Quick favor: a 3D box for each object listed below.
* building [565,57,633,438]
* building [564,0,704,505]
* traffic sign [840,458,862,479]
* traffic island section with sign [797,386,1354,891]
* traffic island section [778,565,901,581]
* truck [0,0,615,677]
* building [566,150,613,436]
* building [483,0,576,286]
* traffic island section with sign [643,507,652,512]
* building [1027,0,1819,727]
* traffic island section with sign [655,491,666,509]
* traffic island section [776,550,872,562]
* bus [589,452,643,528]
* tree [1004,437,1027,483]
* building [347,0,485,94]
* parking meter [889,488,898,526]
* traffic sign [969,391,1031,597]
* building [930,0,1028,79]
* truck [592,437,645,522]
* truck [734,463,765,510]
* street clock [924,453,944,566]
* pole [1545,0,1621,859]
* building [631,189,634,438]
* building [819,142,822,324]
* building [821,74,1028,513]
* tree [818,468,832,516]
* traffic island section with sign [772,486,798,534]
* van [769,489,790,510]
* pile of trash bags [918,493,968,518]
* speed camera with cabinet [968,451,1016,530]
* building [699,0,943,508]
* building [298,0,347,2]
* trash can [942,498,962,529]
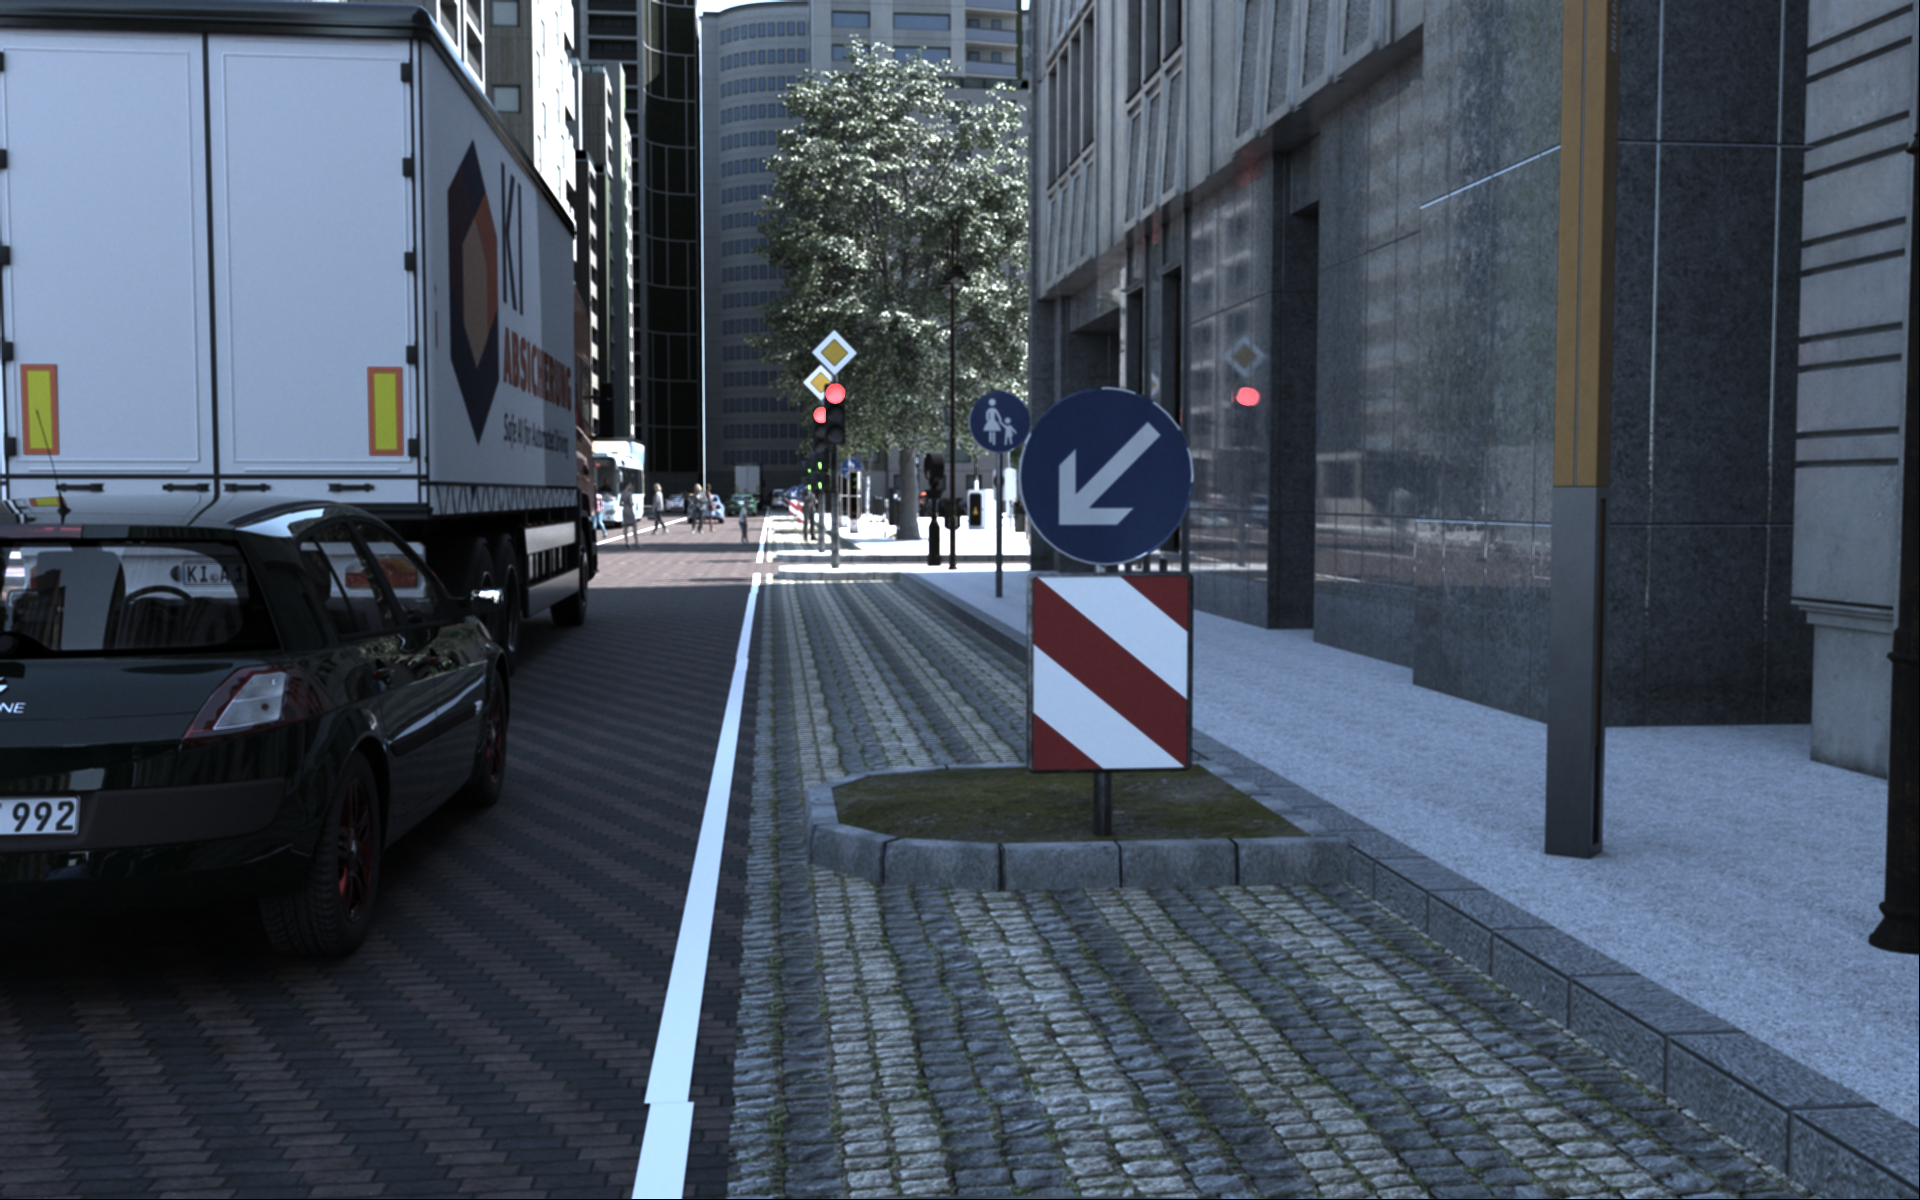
[{"bbox_3d":[-38.087,-29.033,158.287,14.154,41.232,14.086,0,4,-6],"label":"building"},{"bbox_3d":[-41.018,-46.776,203.036,20.611,71.187,20.563,0,4,-6],"label":"building"},{"bbox_3d":[-3.802,-3.700,60.597,0.768,2.556,0.104,0,3,0],"label":"traffic sign"},{"bbox_3d":[0.357,0.089,7.178,1.989,1.847,2.006,0,4,-6],"label":"traffic island section with sign"},{"bbox_3d":[-2.122,-0.460,29.805,2.009,0.180,2.903,0,4,-6],"label":"traffic island section"},{"bbox_3d":[-4.885,-1.619,15.390,2.839,4.237,11.283,0,4,-7],"label":"truck"},{"bbox_3d":[-36.777,-22.808,144.604,14.160,30.474,14.107,0,4,-6],"label":"building"},{"bbox_3d":[-41.952,-32.585,121.998,28.713,52.752,27.495,0,4,-6],"label":"building"},{"bbox_3d":[-25.778,-7.928,138.251,1.989,1.847,2.006,0,4,-6],"label":"traffic island section with sign"},{"bbox_3d":[8.180,-12.308,19.251,12.078,24.808,19.932,0,4,-6],"label":"building"},{"bbox_3d":[-28.758,-9.597,165.534,1.989,1.847,2.006,0,4,-6],"label":"traffic island section with sign"},{"bbox_3d":[-2.990,-0.946,37.743,2.009,0.180,2.903,0,4,-6],"label":"traffic island section"},{"bbox_3d":[-15.608,-4.912,75.168,2.948,3.499,13.247,0,4,-6],"label":"bus"},{"bbox_3d":[3.530,-5.366,71.443,4.285,4.588,4.351,0,3,0],"label":"tree"},{"bbox_3d":[-35.810,-40.311,97.341,20.563,71.187,20.611,0,4,-6],"label":"building"},{"bbox_3d":[-2.721,-3.797,70.487,0.372,1.533,0.369,0,3,0],"label":"parking meter"},{"bbox_3d":[0.486,-1.305,21.447,0.768,2.556,0.104,0,4,-5],"label":"traffic sign"},{"bbox_3d":[11.731,-40.854,209.956,28.212,58.520,21.231,0,4,-6],"label":"building"},{"bbox_3d":[-17.593,-6.028,87.477,2.839,4.237,11.283,0,4,-6],"label":"truck"},{"bbox_3d":[-19.707,-10.571,161.757,2.839,4.237,11.283,0,4,-5],"label":"truck"},{"bbox_3d":[-0.459,-1.607,30.853,0.358,2.002,0.471,-1,4,-20],"label":"street clock"},{"bbox_3d":[2.193,-0.749,6.089,0.158,3.312,0.155,0,3,0],"label":"pole"},{"bbox_3d":[-40.783,-30.193,177.243,14.086,41.232,14.154,0,4,-6],"label":"building"},{"bbox_3d":[-4.119,-22.376,137.541,14.160,30.474,14.107,0,4,-6],"label":"building"},{"bbox_3d":[-2.322,-21.521,123.572,14.160,30.474,14.107,0,4,-6],"label":"building"},{"bbox_3d":[-7.837,-6.510,101.036,1.663,3.219,1.824,0,3,0],"label":"tree"},{"bbox_3d":[-5.695,-3.296,62.514,1.989,1.847,2.006,0,4,-6],"label":"traffic island section with sign"},{"bbox_3d":[-16.377,-9.228,157.886,2.013,2.044,4.112,0,4,-6],"label":"van"},{"bbox_3d":[-0.726,-5.502,99.714,3.447,1.369,1.912,-1,4,-21],"label":"pile of trash bags"},{"bbox_3d":[1.139,-4.176,62.606,0.660,3.252,2.038,-3,5,-41],"label":"speed camera with cabinet"},{"bbox_3d":[-16.380,-40.642,206.495,28.212,58.520,21.231,0,4,-6],"label":"building"},{"bbox_3d":[-37.951,-22.981,67.628,32.217,40.220,23.993,0,4,-6],"label":"building"},{"bbox_3d":[-0.280,-3.145,63.077,0.748,1.137,0.748,0,3,0],"label":"trash can"}]
